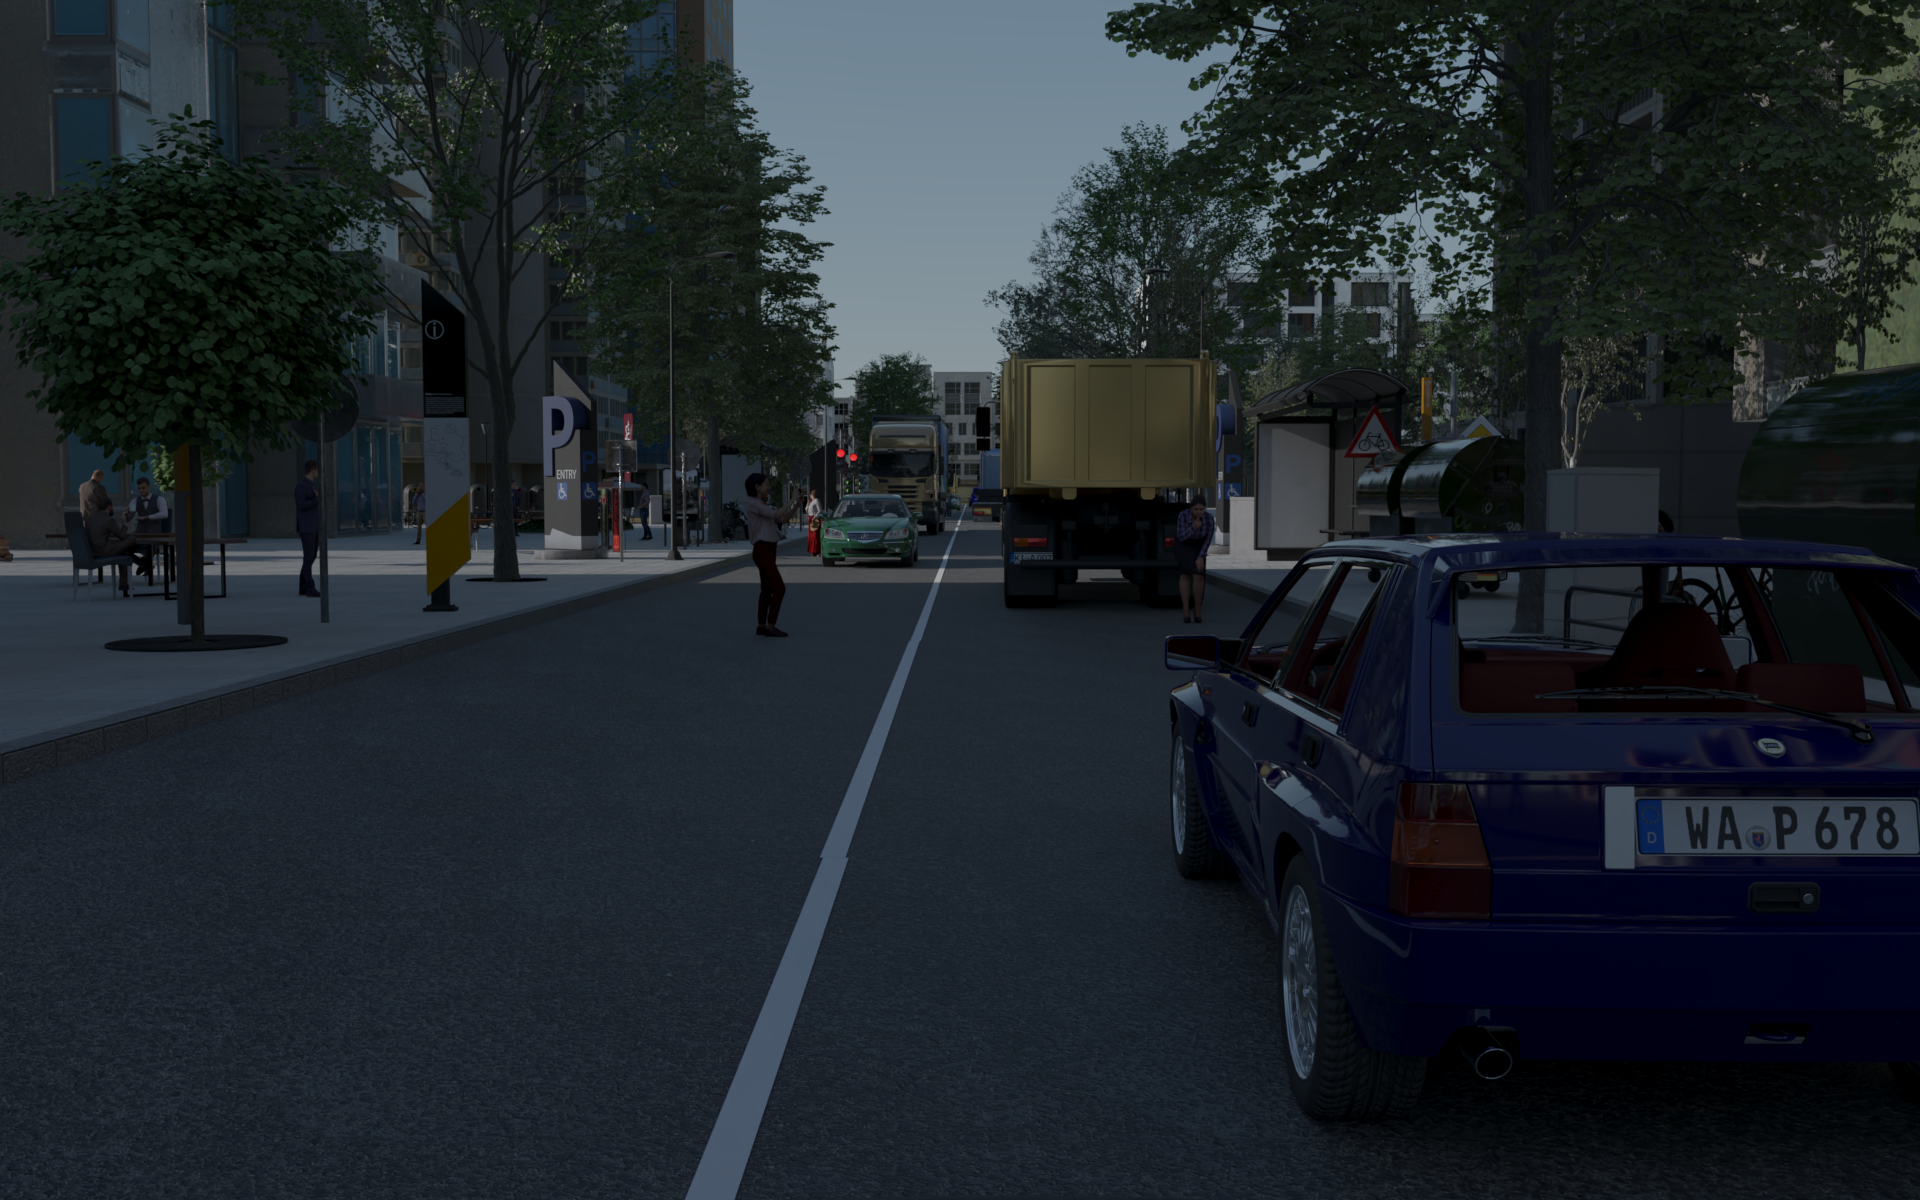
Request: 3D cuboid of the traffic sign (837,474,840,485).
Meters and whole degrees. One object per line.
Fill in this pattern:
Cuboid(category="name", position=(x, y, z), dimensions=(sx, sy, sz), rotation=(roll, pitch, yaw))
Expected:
Cuboid(category="traffic sign", position=(-6.941, -5.912, 96.671), dimensions=(0.884, 2.594, 0.081), rotation=(0, 4, 5))

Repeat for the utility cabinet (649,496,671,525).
Cuboid(category="utility cabinet", position=(-12.596, -3.795, 73.212), dimensions=(1.020, 1.237, 0.306), rotation=(-1, 4, -21))

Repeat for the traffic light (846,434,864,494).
Cuboid(category="traffic light", position=(-4.906, -5.602, 80.519), dimensions=(0.839, 4.253, 0.868), rotation=(0, 4, 0))

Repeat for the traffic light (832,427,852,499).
Cuboid(category="traffic light", position=(-4.952, -5.114, 72.534), dimensions=(0.839, 4.253, 0.868), rotation=(0, 4, 0))

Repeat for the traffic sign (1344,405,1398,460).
Cuboid(category="traffic sign", position=(6.064, -1.556, 25.440), dimensions=(0.884, 2.594, 0.081), rotation=(0, 4, 1))

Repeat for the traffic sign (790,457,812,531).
Cuboid(category="traffic sign", position=(-5.508, -3.653, 59.836), dimensions=(0.768, 2.556, 0.104), rotation=(0, 4, 5))

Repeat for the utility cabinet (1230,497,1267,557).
Cuboid(category="utility cabinet", position=(6.060, -1.489, 35.503), dimensions=(1.020, 1.237, 0.306), rotation=(2, 4, 32))

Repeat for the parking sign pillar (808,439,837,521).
Cuboid(category="parking sign pillar", position=(-6.482, -5.706, 81.760), dimensions=(1.447, 3.967, 1.447), rotation=(0, 4, -6))

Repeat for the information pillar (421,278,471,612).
Cuboid(category="information pillar", position=(-5.601, -1.682, 18.853), dimensions=(0.504, 3.616, 0.183), rotation=(0, 4, 0))

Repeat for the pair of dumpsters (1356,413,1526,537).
Cuboid(category="pair of dumpsters", position=(6.514, -1.252, 22.965), dimensions=(1.574, 2.255, 4.437), rotation=(0, 4, 0))

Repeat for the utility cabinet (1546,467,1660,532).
Cuboid(category="utility cabinet", position=(5.374, -0.357, 14.520), dimensions=(1.173, 1.500, 0.318), rotation=(-3, 4, -37))

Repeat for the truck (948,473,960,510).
Cuboid(category="truck", position=(-1.611, -10.180, 162.363), dimensions=(3.469, 3.379, 9.791), rotation=(0, 4, 1))

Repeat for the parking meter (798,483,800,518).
Cuboid(category="parking meter", position=(-8.320, -5.224, 91.123), dimensions=(0.255, 1.863, 0.399), rotation=(3, 5, 39))

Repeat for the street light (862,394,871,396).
Cuboid(category="street light", position=(-4.841, -6.600, 80.450), dimensions=(1.470, 5.913, 1.316), rotation=(0, 4, 0))

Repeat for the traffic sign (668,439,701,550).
Cuboid(category="traffic sign", position=(-6.343, -2.431, 39.860), dimensions=(0.768, 2.556, 0.104), rotation=(0, 4, 3))

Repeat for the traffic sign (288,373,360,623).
Cuboid(category="traffic sign", position=(-6.342, -1.047, 17.219), dimensions=(0.768, 2.556, 0.104), rotation=(0, 4, 2))

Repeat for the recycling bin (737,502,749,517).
Cuboid(category="recycling bin", position=(-7.234, -2.764, 57.740), dimensions=(0.722, 1.027, 0.722), rotation=(-1, 4, -22))

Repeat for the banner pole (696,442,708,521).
Cuboid(category="banner pole", position=(-12.466, -5.695, 83.138), dimensions=(0.863, 3.779, 0.401), rotation=(1, 4, 10))

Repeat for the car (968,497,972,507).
Cuboid(category="car", position=(1.857, -11.078, 193.711), dimensions=(1.945, 1.354, 3.894), rotation=(0, 4, 2))

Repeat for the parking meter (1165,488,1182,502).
Cuboid(category="parking meter", position=(5.027, -1.981, 40.799), dimensions=(0.372, 1.533, 0.369), rotation=(0, 3, 0))

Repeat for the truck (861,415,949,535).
Cuboid(category="truck", position=(-1.837, -4.578, 63.765), dimensions=(2.839, 4.237, 11.283), rotation=(0, 4, 2))

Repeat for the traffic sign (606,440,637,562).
Cuboid(category="traffic sign", position=(-6.386, -1.867, 32.658), dimensions=(0.606, 2.300, 0.079), rotation=(1, 4, 9))

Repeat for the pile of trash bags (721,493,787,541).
Cuboid(category="pile of trash bags", position=(-5.814, -2.414, 49.224), dimensions=(1.912, 1.369, 3.447), rotation=(0, 4, 1))

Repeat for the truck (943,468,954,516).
Cuboid(category="truck", position=(-2.096, -6.878, 108.375), dimensions=(3.469, 3.379, 9.791), rotation=(0, 3, 0))

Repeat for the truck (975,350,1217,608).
Cuboid(category="truck", position=(1.893, -1.803, 25.411), dimensions=(3.469, 3.379, 9.791), rotation=(0, 4, 1))

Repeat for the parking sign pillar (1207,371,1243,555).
Cuboid(category="parking sign pillar", position=(5.803, -2.988, 37.332), dimensions=(1.447, 3.967, 1.447), rotation=(0, 4, 1))

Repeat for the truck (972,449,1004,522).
Cuboid(category="truck", position=(2.187, -6.566, 97.106), dimensions=(2.967, 4.110, 18.799), rotation=(0, 4, 2))

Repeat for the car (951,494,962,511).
Cuboid(category="car", position=(-0.884, -8.431, 149.637), dimensions=(2.131, 1.459, 4.920), rotation=(0, 4, 1))

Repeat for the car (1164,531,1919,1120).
Cuboid(category="car", position=(1.649, 0.445, 5.297), dimensions=(1.945, 1.354, 3.894), rotation=(0, 4, 1))

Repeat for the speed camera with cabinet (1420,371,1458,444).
Cuboid(category="speed camera with cabinet", position=(7.779, -2.099, 28.658), dimensions=(0.660, 3.252, 2.038), rotation=(0, 4, 1))

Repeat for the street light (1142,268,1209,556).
Cuboid(category="street light", position=(4.445, -3.867, 35.763), dimensions=(1.470, 5.913, 1.316), rotation=(0, 4, 0))

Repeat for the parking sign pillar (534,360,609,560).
Cuboid(category="parking sign pillar", position=(-7.733, -2.807, 34.371), dimensions=(1.447, 3.967, 1.447), rotation=(3, 5, 44))

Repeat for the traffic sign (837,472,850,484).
Cuboid(category="traffic sign", position=(-6.428, -5.840, 95.588), dimensions=(0.768, 2.556, 0.104), rotation=(0, 4, 1))

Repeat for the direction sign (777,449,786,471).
Cuboid(category="direction sign", position=(-8.971, -5.829, 87.294), dimensions=(0.379, 3.537, 0.876), rotation=(2, 4, 24))

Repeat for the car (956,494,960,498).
Cuboid(category="car", position=(-0.967, -13.368, 228.349), dimensions=(2.009, 1.686, 4.222), rotation=(0, 4, -1))

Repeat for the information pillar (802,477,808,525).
Cuboid(category="information pillar", position=(-6.470, -4.115, 71.776), dimensions=(0.304, 2.012, 0.304), rotation=(-1, 4, -20))

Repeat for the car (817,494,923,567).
Cuboid(category="car", position=(-1.810, -1.455, 35.585), dimensions=(2.131, 1.459, 4.920), rotation=(0, 4, 0))

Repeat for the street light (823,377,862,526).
Cuboid(category="street light", position=(-4.785, -5.894, 68.908), dimensions=(1.470, 5.913, 1.316), rotation=(0, 4, 0))

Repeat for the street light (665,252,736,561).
Cuboid(category="street light", position=(-4.991, -3.719, 33.352), dimensions=(1.470, 5.913, 1.316), rotation=(0, 4, 0))

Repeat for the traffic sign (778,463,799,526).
Cuboid(category="traffic sign", position=(-6.818, -4.219, 68.979), dimensions=(0.884, 2.594, 0.081), rotation=(0, 4, 8))
